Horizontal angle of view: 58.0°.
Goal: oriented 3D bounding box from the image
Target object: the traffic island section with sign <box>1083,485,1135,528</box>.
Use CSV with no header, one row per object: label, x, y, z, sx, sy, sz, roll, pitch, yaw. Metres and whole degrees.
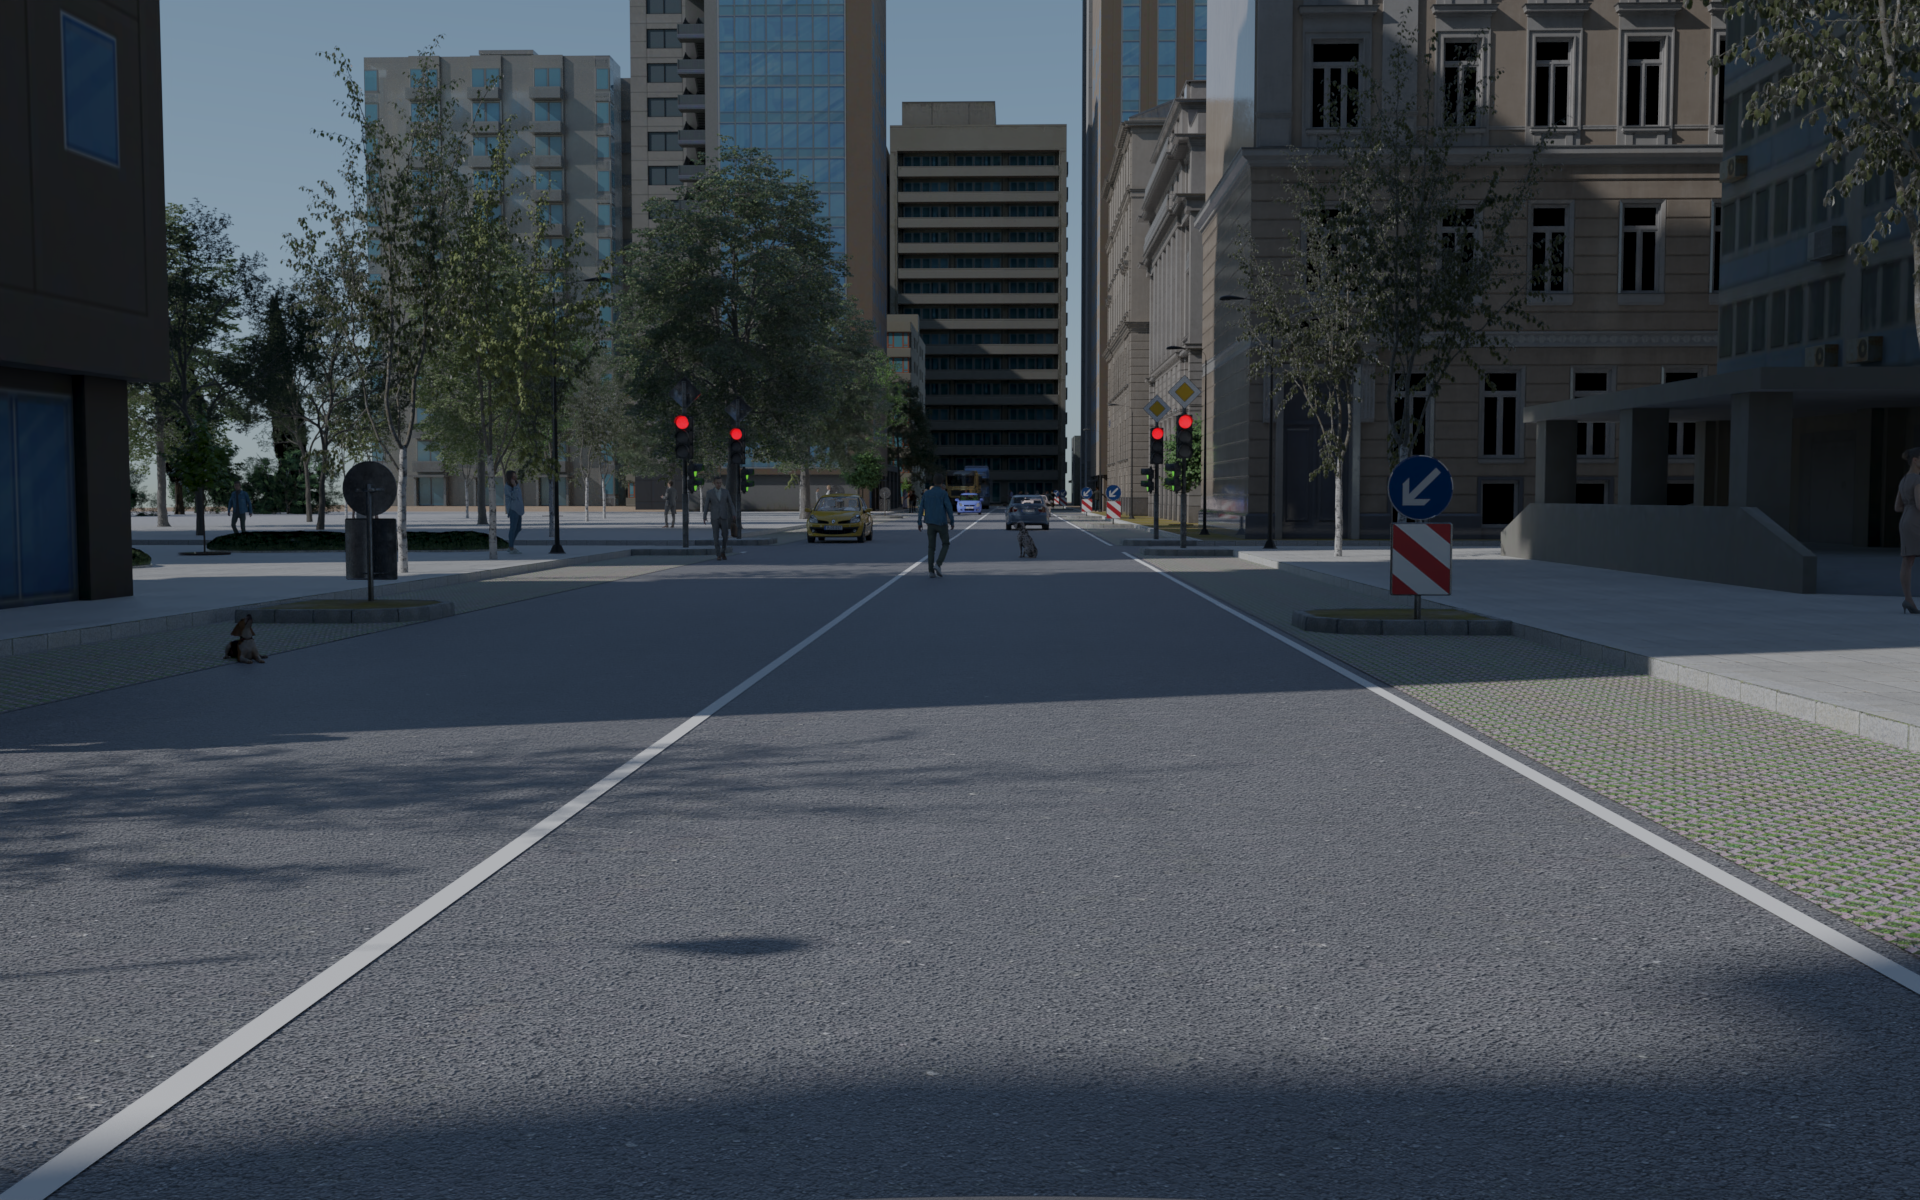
traffic island section with sign,6.387,-3.983,73.750,1.989,1.847,2.006,0,4,2

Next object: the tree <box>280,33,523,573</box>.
tree,-9.170,-4.765,28.275,4.360,8.622,3.978,0,3,0

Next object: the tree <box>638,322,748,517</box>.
tree,-11.670,-7.591,74.480,4.360,8.622,3.978,0,3,0

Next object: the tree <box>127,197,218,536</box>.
tree,-23.503,-7.299,53.745,8.767,10.594,7.601,0,4,5

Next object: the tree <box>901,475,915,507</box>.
tree,-5.348,-10.888,172.626,1.663,3.219,1.824,0,3,0

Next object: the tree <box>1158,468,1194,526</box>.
tree,9.168,-4.675,71.034,1.663,3.219,1.824,0,3,0

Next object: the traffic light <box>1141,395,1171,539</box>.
traffic light,5.549,-3.678,49.052,0.839,4.253,0.868,0,4,2

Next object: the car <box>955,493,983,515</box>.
car,0.650,-6.768,120.251,1.945,1.707,3.694,0,4,0

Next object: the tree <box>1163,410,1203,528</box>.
tree,9.239,-5.025,65.871,4.285,4.588,4.351,0,3,0

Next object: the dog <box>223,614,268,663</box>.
dog,-6.123,0.319,14.979,0.550,0.427,0.748,0,4,7

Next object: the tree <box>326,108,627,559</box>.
tree,-8.961,-5.099,33.726,4.737,8.622,4.395,0,3,0

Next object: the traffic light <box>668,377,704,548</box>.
traffic light,-6.564,-3.212,41.435,0.839,4.253,0.868,0,4,2

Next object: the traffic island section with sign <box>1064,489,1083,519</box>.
traffic island section with sign,7.261,-5.655,101.089,1.989,1.847,2.006,0,4,2

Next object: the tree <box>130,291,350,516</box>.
tree,-47.929,-12.985,114.125,13.155,14.587,18.604,-3,4,-38

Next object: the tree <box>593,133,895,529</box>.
tree,-8.302,-9.581,63.305,9.857,13.997,8.962,0,3,0

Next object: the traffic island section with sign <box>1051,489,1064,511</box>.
traffic island section with sign,8.880,-8.700,150.866,1.989,1.847,2.006,0,4,2

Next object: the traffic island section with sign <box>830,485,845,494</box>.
traffic island section with sign,-5.225,-4.006,74.133,1.989,1.847,2.006,0,4,2

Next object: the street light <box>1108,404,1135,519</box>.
street light,8.295,-7.120,88.954,1.470,5.913,1.316,0,4,2

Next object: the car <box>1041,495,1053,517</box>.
car,4.785,-5.903,108.871,2.083,1.381,4.827,0,4,3

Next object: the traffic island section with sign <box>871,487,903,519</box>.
traffic island section with sign,-4.345,-5.672,101.369,1.989,1.847,2.006,0,4,2

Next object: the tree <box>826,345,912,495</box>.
tree,-6.958,-11.879,119.971,9.928,11.665,9.643,0,3,0

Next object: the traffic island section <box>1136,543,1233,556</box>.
traffic island section,5.331,-1.156,41.183,2.009,0.180,2.903,0,4,2

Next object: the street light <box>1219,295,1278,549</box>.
street light,6.754,-4.163,40.602,1.470,5.913,1.316,0,4,2

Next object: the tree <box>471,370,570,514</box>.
tree,-28.895,-10.739,110.000,8.767,10.594,7.601,-2,4,-30

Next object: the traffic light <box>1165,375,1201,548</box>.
traffic light,5.291,-3.190,41.071,0.839,4.253,0.868,0,4,2

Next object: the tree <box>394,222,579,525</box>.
tree,-19.889,-9.436,72.399,7.486,12.596,7.792,0,3,0

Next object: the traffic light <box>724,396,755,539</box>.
traffic light,-6.307,-3.700,49.416,0.839,4.253,0.868,0,4,2

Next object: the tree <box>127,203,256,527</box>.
tree,-31.114,-9.120,67.243,7.486,12.596,7.792,0,3,0

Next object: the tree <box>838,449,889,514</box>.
tree,-6.283,-7.937,113.484,4.285,4.588,4.351,0,3,0

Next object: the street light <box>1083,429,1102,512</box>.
street light,9.475,-9.234,123.517,1.470,5.913,1.316,0,4,2

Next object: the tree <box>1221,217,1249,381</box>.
tree,7.546,-5.200,35.388,4.360,8.622,3.978,0,3,0

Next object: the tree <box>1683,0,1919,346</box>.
tree,7.180,-3.796,12.423,4.360,8.622,3.978,0,3,0

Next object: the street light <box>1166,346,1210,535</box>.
street light,7.157,-5.005,54.379,1.470,5.913,1.316,0,4,2

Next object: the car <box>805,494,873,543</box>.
car,-3.598,-2.561,52.100,2.015,1.641,3.980,0,4,2

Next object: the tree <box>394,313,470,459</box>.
tree,-22.637,-7.797,61.887,7.601,10.594,8.767,0,4,-1

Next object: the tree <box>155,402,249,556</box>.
tree,-15.865,-2.555,36.369,1.663,3.219,1.824,0,3,0

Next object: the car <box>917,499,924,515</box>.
car,-1.753,-6.293,114.680,2.131,1.459,4.920,0,4,4

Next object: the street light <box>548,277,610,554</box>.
street light,-8.151,-3.953,37.169,1.470,5.913,1.316,0,4,2

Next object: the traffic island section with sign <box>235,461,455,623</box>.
traffic island section with sign,-6.980,-0.695,19.996,1.989,1.847,2.006,0,4,2

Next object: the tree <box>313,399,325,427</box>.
tree,-31.490,-8.496,89.273,4.737,8.622,4.395,0,3,0

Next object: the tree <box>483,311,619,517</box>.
tree,-23.533,-10.598,99.039,9.928,11.665,9.643,0,3,0

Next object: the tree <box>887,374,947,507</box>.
tree,-5.964,-15.232,166.056,9.611,12.733,9.660,0,3,0

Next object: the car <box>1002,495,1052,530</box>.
car,2.712,-3.549,70.027,2.014,1.417,4.499,0,4,1

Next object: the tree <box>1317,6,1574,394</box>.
tree,7.238,-4.703,27.256,4.360,8.622,3.978,0,3,0

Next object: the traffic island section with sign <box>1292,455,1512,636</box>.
traffic island section with sign,4.599,-0.597,18.386,1.989,1.847,2.006,0,4,2

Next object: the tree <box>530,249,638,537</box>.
tree,-12.458,-6.191,51.579,4.360,8.622,3.978,0,3,0

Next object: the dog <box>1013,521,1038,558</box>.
dog,1.502,-1.352,38.942,0.513,0.831,0.800,0,4,-6

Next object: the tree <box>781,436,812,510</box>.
tree,-10.104,-9.595,107.239,4.737,8.622,4.395,0,3,0
